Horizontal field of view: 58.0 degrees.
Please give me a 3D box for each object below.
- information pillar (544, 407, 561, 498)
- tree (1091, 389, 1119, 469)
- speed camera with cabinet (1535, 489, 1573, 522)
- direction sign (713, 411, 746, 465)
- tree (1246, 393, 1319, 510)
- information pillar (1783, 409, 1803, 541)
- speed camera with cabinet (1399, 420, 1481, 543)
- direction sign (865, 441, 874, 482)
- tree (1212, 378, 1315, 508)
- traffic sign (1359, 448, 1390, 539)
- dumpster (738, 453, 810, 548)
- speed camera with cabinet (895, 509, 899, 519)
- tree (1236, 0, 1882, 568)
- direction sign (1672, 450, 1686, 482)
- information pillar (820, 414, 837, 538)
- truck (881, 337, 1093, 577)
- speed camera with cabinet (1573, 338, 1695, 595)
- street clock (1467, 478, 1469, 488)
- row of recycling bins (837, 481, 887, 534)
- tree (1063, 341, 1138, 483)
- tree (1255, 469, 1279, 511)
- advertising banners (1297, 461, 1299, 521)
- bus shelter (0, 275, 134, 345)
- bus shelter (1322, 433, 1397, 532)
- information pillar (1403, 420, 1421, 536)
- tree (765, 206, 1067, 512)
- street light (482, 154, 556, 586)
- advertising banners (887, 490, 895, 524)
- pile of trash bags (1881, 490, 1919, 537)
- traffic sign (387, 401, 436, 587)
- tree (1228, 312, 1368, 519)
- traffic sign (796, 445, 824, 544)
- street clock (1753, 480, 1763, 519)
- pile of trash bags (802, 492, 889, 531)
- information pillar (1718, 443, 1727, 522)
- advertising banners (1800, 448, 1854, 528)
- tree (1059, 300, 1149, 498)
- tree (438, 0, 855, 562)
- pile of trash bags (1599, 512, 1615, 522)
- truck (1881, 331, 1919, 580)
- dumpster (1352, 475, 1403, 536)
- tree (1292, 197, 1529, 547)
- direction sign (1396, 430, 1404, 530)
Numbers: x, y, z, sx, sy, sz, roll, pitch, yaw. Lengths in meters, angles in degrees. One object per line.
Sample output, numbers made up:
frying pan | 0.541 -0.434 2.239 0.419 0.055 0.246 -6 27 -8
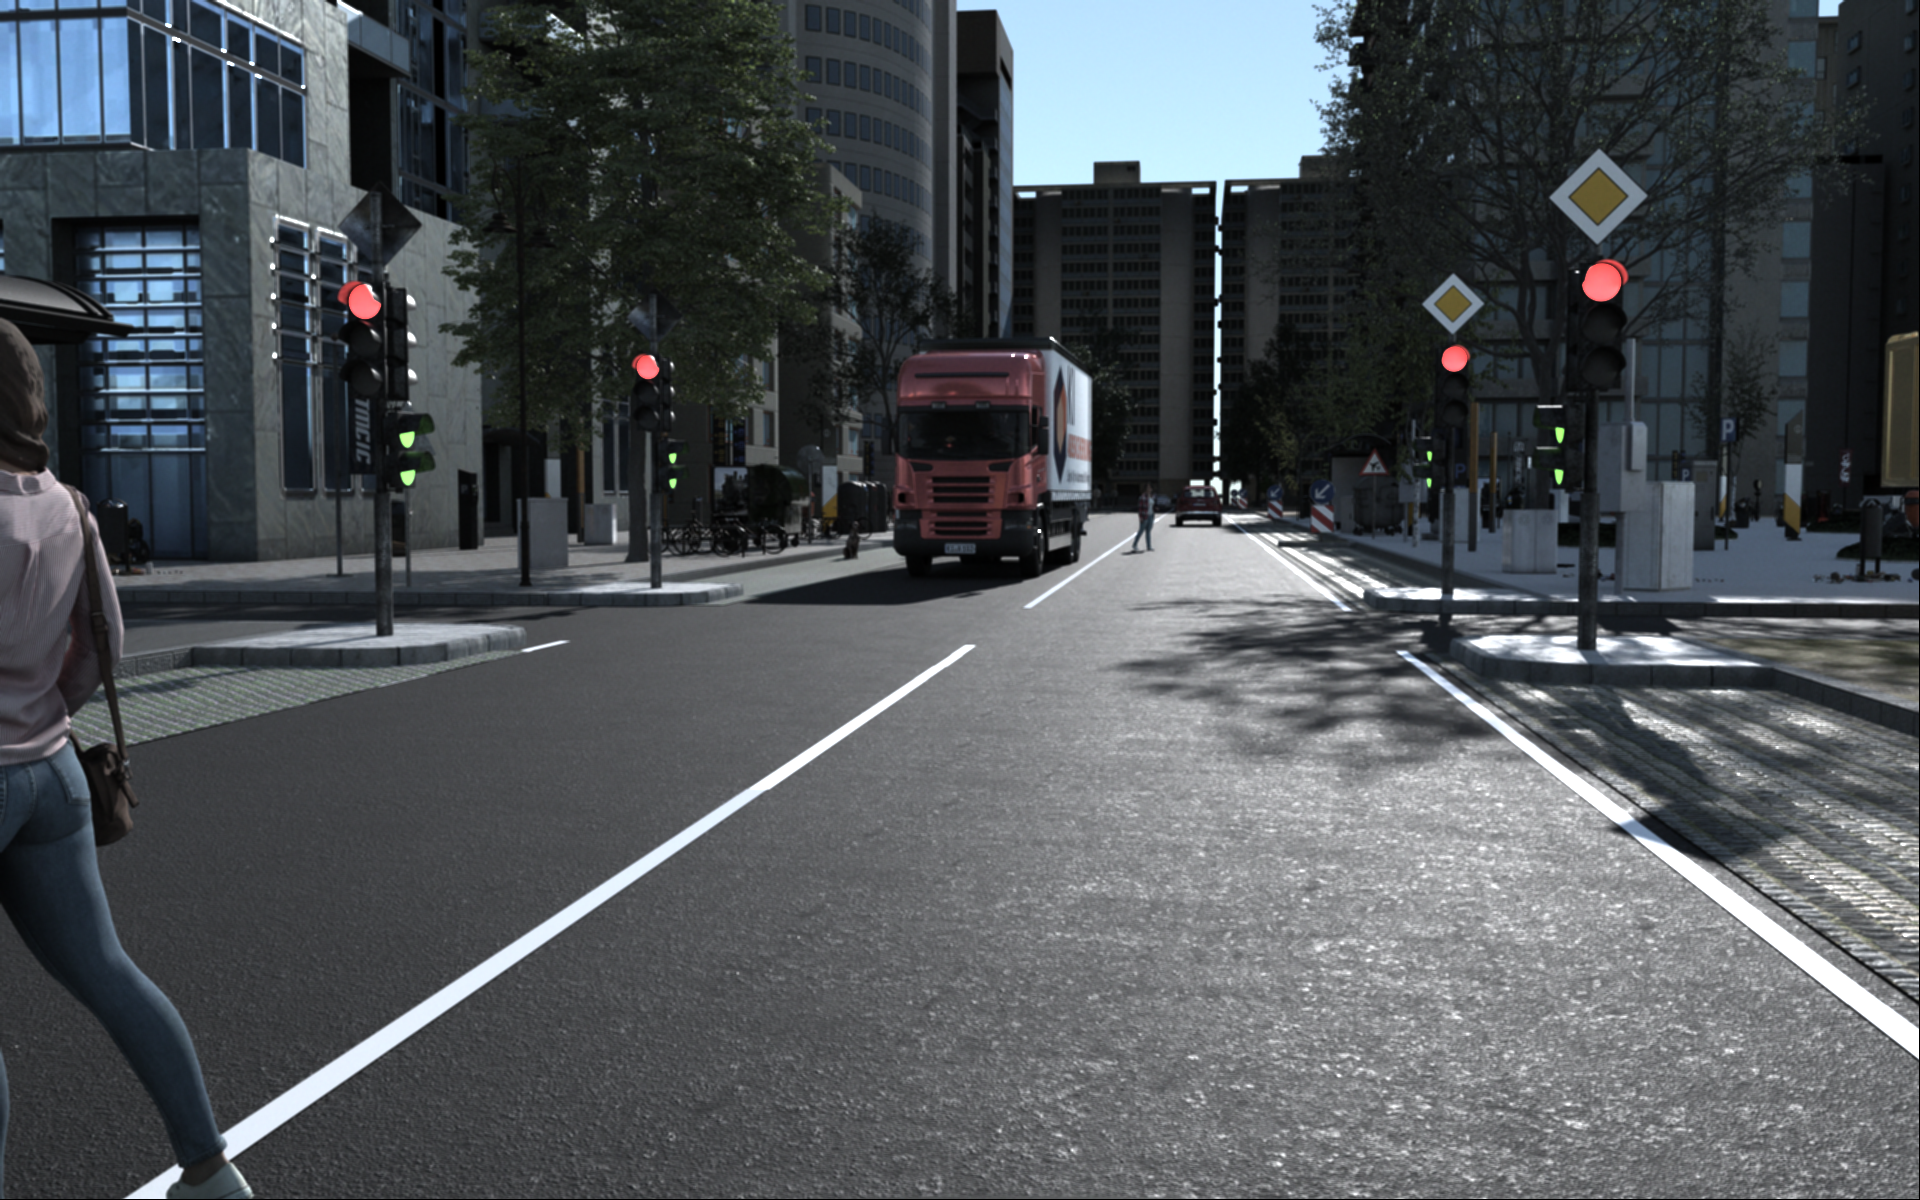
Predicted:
information pillar | -9.669 -3.045 41.147 0.183 3.616 0.504 2 4 28
tree | 8.488 -12.006 130.707 7.601 10.594 8.767 0 4 2
speed camera with cabinet | 20.417 -3.916 58.359 0.660 3.252 2.038 -3 4 -39
direction sign | -6.265 -3.367 47.045 0.876 3.537 0.379 0 4 -3
tree | 20.498 -9.730 109.449 4.360 8.622 3.978 0 3 0
information pillar | 22.957 -3.447 47.715 0.504 3.616 0.183 -1 4 -9
speed camera with cabinet | 12.742 -3.159 45.993 2.038 3.252 0.660 2 4 24
direction sign | -3.873 -5.022 74.103 0.379 3.537 0.876 1 4 22
tree | 28.355 -15.116 164.153 9.611 12.733 9.660 0 3 0
traffic sign | 11.787 -3.015 49.304 0.884 2.594 0.081 1 4 10
dumpster | -4.529 -2.377 41.361 1.502 2.255 1.985 0 4 8
speed camera with cabinet | -2.065 -4.222 63.360 0.660 3.252 2.038 0 4 -1
tree | 10.390 -7.340 30.377 12.009 13.543 11.850 0 3 0
direction sign | 37.296 -5.991 89.947 0.876 3.537 0.379 -2 4 -23
information pillar | -3.833 -3.624 50.609 0.504 3.616 0.183 -2 4 -33
truck | 0.824 -2.723 33.437 2.839 4.237 11.283 1 4 9
speed camera with cabinet | 8.915 -1.736 22.719 2.038 3.252 0.660 -3 5 -42
street clock | 23.067 -4.541 78.819 0.358 2.002 0.471 2 4 28
row of recycling bins | -3.260 -3.054 57.050 1.069 1.692 3.534 1 4 14
tree | 10.179 -14.467 143.187 9.857 13.997 8.962 0 3 0
tree | 23.288 -8.423 132.317 1.663 3.219 1.824 0 3 0
advertising banners | 16.205 -5.317 83.117 0.090 3.025 2.074 1 4 11
bus shelter | -9.142 -1.214 13.765 2.014 3.302 5.546 0 4 8
bus shelter | 13.864 -4.063 60.359 2.014 3.302 5.546 0 4 8
information pillar | 13.814 -3.761 52.848 0.183 3.616 0.504 -3 4 -36
tree | -1.962 -7.429 55.873 8.767 10.594 7.601 -2 4 -34
street light | -6.070 -3.134 24.021 0.468 5.910 1.993 0 4 8
advertising banners | -2.901 -4.853 75.530 0.090 3.025 2.074 1 4 11
pile of trash bags | 22.870 -1.943 41.528 1.912 1.369 3.447 2 4 27
traffic sign | -7.623 -1.460 23.876 0.884 2.594 0.081 1 4 17
tree | 17.346 -9.473 89.294 7.601 10.594 8.767 1 4 8
traffic sign | -3.878 -2.722 44.613 0.768 2.556 0.104 1 4 17
street clock | 40.229 -5.063 87.353 0.471 2.002 0.358 -3 4 -37
pile of trash bags | -4.109 -3.097 60.384 3.447 1.369 1.912 1 4 23
information pillar | 35.205 -5.415 79.891 0.504 3.616 0.183 -3 5 -41
advertising banners | 32.931 -4.276 66.092 2.074 3.025 0.090 1 4 20
tree | 12.578 -19.330 171.931 12.611 20.169 13.585 0 3 0
tree | -5.692 -7.000 32.583 7.486 12.596 7.792 0 3 0
pile of trash bags | 26.777 -4.022 75.505 3.447 1.369 1.912 -2 4 -24
truck | 14.461 -1.262 16.551 9.791 3.379 3.469 1 4 10
dumpster | 12.826 -2.921 53.516 1.264 1.857 1.865 0 4 8
tree | 11.270 -5.597 41.870 4.737 8.622 4.395 0 3 0
direction sign | 15.605 -4.256 61.579 0.379 3.537 0.876 2 4 27
